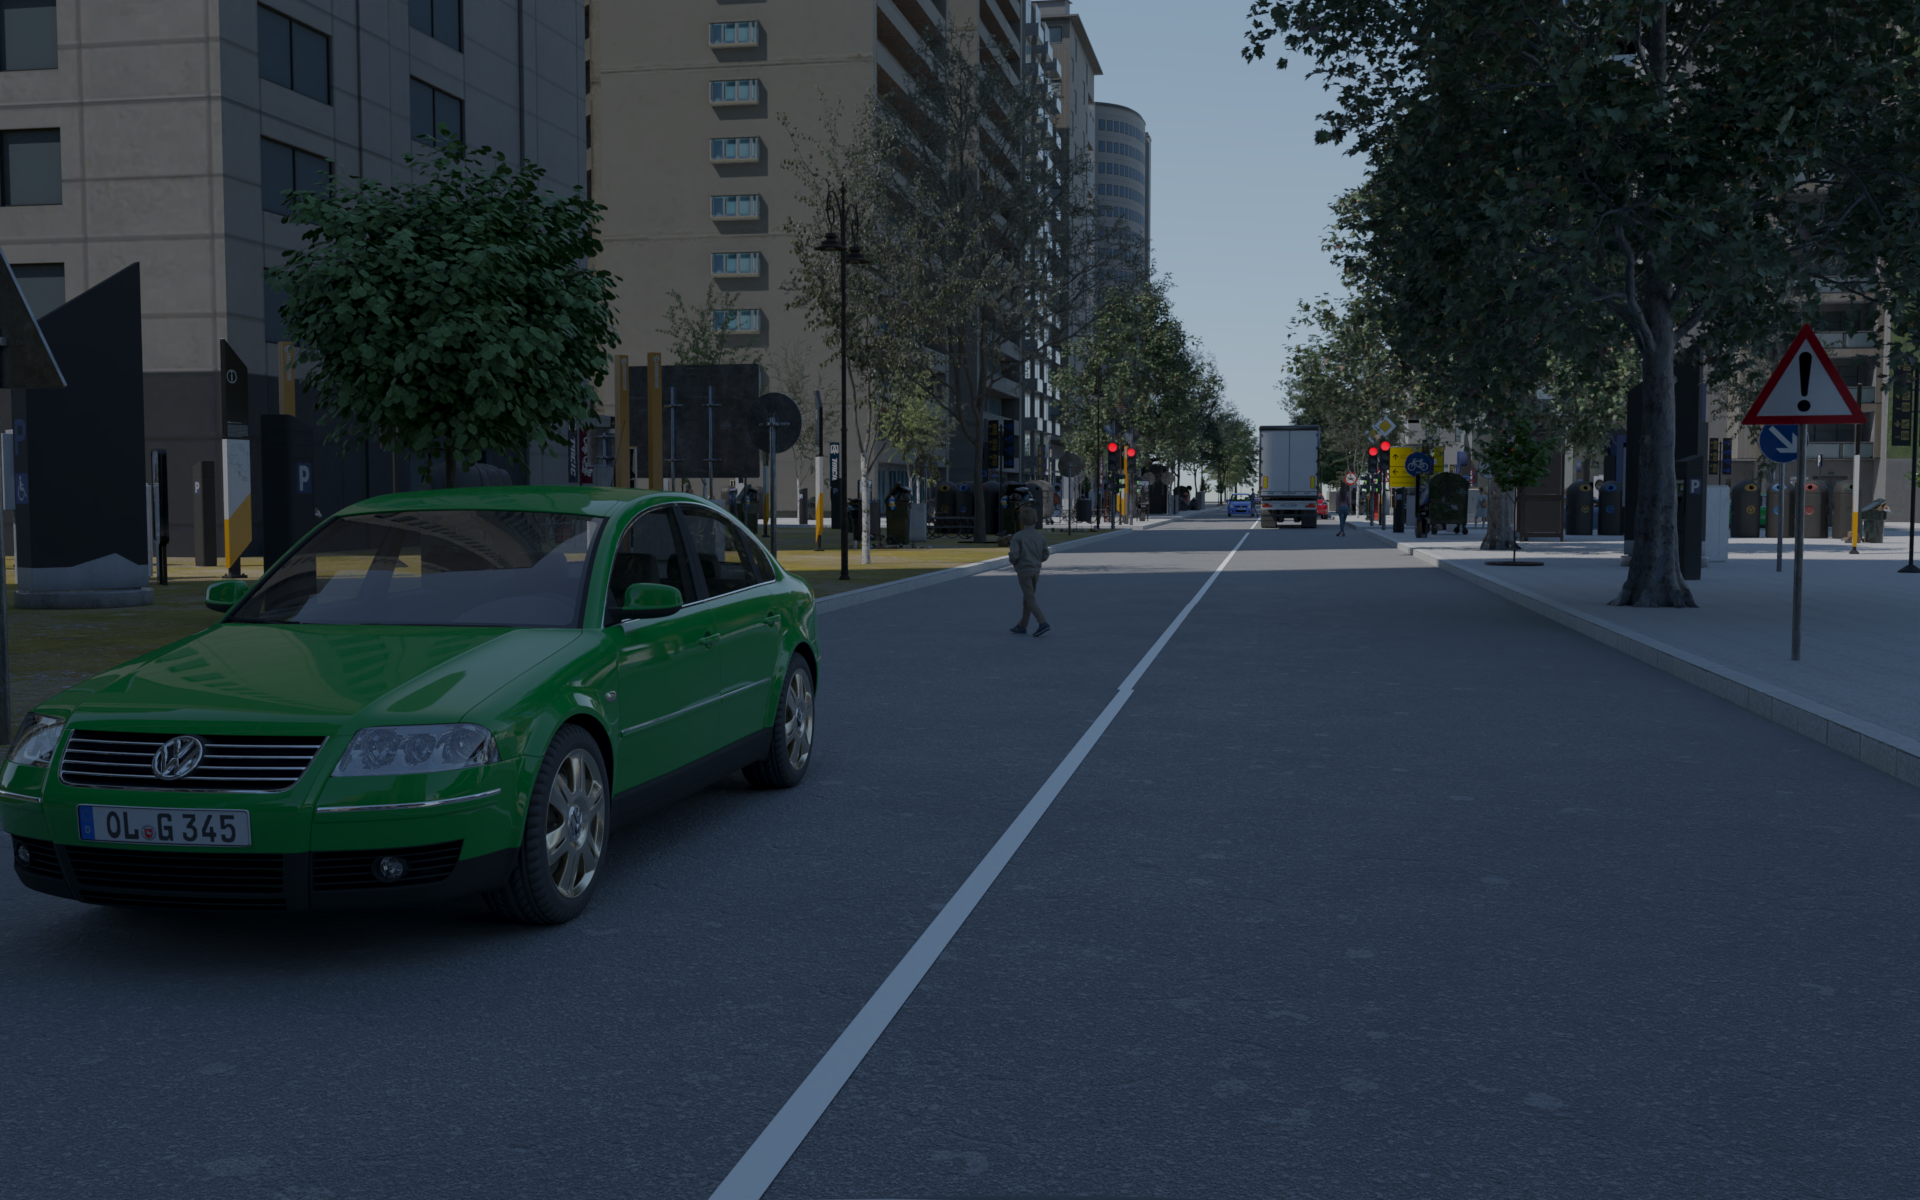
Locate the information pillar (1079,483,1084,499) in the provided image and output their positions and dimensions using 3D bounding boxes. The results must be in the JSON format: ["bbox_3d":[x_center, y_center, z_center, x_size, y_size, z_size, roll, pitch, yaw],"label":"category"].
[{"bbox_3d":[7.890,-6.602,112.430,0.304,2.012,0.304,-1,4,-15],"label":"information pillar"}]

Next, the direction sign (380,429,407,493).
[{"bbox_3d":[-9.884,-2.343,30.297,0.379,3.537,0.876,1,4,13],"label":"direction sign"}]

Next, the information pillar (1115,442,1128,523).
[{"bbox_3d":[7.264,-5.254,77.262,0.504,3.616,0.183,1,4,19],"label":"information pillar"}]

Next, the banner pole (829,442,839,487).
[{"bbox_3d":[-5.178,-5.109,73.545,0.863,3.779,0.401,2,4,24],"label":"banner pole"}]

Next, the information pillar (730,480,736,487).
[{"bbox_3d":[-11.706,-5.222,89.867,0.304,2.012,0.304,-3,5,-39],"label":"information pillar"}]

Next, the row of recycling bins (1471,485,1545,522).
[{"bbox_3d":[24.988,-4.467,80.147,3.534,1.692,1.069,0,4,0],"label":"row of recycling bins"}]

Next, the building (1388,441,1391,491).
[{"bbox_3d":[82.287,-40.406,284.333,21.300,48.544,21.600,1,4,10],"label":"building"}]

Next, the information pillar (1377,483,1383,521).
[{"bbox_3d":[19.786,-5.499,81.264,0.183,3.616,0.504,0,4,-7],"label":"information pillar"}]

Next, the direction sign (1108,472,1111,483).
[{"bbox_3d":[10.784,-7.996,122.729,0.379,3.537,0.876,-2,4,-34],"label":"direction sign"}]

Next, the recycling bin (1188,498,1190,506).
[{"bbox_3d":[18.561,-7.983,143.081,0.722,1.027,0.722,-1,4,-23],"label":"recycling bin"}]

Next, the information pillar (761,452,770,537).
[{"bbox_3d":[-5.753,-3.666,51.295,0.183,3.616,0.504,-1,4,-18],"label":"information pillar"}]

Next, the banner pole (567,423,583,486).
[{"bbox_3d":[-10.417,-3.488,47.050,0.401,3.779,0.863,1,4,22],"label":"banner pole"}]

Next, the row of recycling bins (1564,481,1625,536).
[{"bbox_3d":[20.616,-2.847,53.667,3.534,1.692,1.069,2,4,26],"label":"row of recycling bins"}]

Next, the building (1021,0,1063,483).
[{"bbox_3d":[-2.518,-33.305,164.153,23.786,49.044,30.456,1,4,10],"label":"building"}]

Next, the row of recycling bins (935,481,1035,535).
[{"bbox_3d":[0.619,-2.960,55.501,3.534,1.692,1.069,3,5,41],"label":"row of recycling bins"}]

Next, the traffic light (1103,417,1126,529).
[{"bbox_3d":[5.622,-4.551,63.328,0.839,4.253,0.868,1,4,10],"label":"traffic light"}]

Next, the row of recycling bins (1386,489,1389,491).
[{"bbox_3d":[29.196,-6.886,119.694,1.069,1.692,3.534,1,4,15],"label":"row of recycling bins"}]

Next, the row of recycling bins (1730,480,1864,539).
[{"bbox_3d":[24.288,-2.643,50.333,3.534,1.692,1.069,2,4,34],"label":"row of recycling bins"}]

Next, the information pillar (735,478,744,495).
[{"bbox_3d":[-9.644,-5.200,76.366,0.504,3.616,0.183,0,4,3],"label":"information pillar"}]

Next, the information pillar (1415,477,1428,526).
[{"bbox_3d":[15.155,-3.204,56.872,0.304,2.012,0.304,-2,4,-34],"label":"information pillar"}]

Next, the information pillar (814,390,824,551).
[{"bbox_3d":[-3.148,-2.898,38.736,0.183,3.616,0.504,-1,4,-15],"label":"information pillar"}]

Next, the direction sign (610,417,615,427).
[{"bbox_3d":[-9.803,-3.601,50.872,0.876,3.537,0.379,-1,4,-21],"label":"direction sign"}]

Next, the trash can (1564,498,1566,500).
[{"bbox_3d":[38.094,-6.051,110.592,0.748,1.137,0.748,0,3,0],"label":"trash can"}]

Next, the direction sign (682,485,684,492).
[{"bbox_3d":[-10.311,-4.425,64.350,0.876,3.537,0.379,-2,4,-32],"label":"direction sign"}]

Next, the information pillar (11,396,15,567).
[{"bbox_3d":[-16.589,-2.391,30.439,0.183,3.616,0.504,-2,4,-28],"label":"information pillar"}]

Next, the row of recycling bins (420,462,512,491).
[{"bbox_3d":[-6.496,-0.976,23.068,1.069,1.692,3.534,-1,4,-9],"label":"row of recycling bins"}]

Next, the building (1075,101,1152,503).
[{"bbox_3d":[16.870,-43.856,259.042,21.231,58.520,28.212,1,4,10],"label":"building"}]

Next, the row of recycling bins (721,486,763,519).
[{"bbox_3d":[-10.948,-4.902,87.257,1.069,1.692,3.534,2,4,25],"label":"row of recycling bins"}]

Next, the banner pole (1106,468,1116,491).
[{"bbox_3d":[12.348,-9.443,144.408,0.401,3.779,0.863,3,5,42],"label":"banner pole"}]

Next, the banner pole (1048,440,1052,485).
[{"bbox_3d":[4.178,-5.532,80.472,0.401,3.779,0.863,-1,4,-9],"label":"banner pole"}]

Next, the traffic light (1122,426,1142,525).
[{"bbox_3d":[7.068,-5.031,71.181,0.839,4.253,0.868,1,4,10],"label":"traffic light"}]

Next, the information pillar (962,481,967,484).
[{"bbox_3d":[0.266,-5.862,100.330,0.304,2.012,0.304,0,4,1],"label":"information pillar"}]

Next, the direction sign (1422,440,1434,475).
[{"bbox_3d":[19.418,-4.888,71.922,0.379,3.537,0.876,-1,4,-17],"label":"direction sign"}]

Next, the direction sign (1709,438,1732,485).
[{"bbox_3d":[30.613,-4.758,69.794,0.876,3.537,0.379,0,4,3],"label":"direction sign"}]

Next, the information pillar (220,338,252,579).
[{"bbox_3d":[-11.025,-2.141,26.364,0.183,3.616,0.504,1,4,20],"label":"information pillar"}]

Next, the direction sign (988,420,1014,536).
[{"bbox_3d":[1.254,-3.725,52.904,0.876,3.537,0.379,2,4,27],"label":"direction sign"}]

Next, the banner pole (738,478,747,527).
[{"bbox_3d":[-6.103,-3.587,48.664,0.401,3.779,0.863,-2,4,-25],"label":"banner pole"}]

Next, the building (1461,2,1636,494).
[{"bbox_3d":[59.869,-51.779,159.259,22.319,86.520,31.000,1,4,10],"label":"building"}]

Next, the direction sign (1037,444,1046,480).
[{"bbox_3d":[3.714,-5.320,78.981,0.379,3.537,0.876,2,4,26],"label":"direction sign"}]

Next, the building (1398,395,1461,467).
[{"bbox_3d":[80.467,-41.002,259.627,28.713,52.752,27.495,1,4,10],"label":"building"}]

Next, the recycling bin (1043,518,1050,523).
[{"bbox_3d":[3.630,-3.993,77.847,0.722,1.027,0.722,-3,5,-44],"label":"recycling bin"}]

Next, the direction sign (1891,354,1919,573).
[{"bbox_3d":[15.525,-2.213,28.177,0.876,3.537,0.379,-1,4,-13],"label":"direction sign"}]

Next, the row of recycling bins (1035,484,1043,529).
[{"bbox_3d":[1.275,-3.452,63.549,3.534,1.692,1.069,0,4,-8],"label":"row of recycling bins"}]

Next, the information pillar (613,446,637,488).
[{"bbox_3d":[-5.184,-1.367,26.844,0.304,2.012,0.304,-2,4,-29],"label":"information pillar"}]

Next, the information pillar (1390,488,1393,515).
[{"bbox_3d":[25.938,-6.070,103.740,0.304,2.012,0.304,0,4,-1],"label":"information pillar"}]

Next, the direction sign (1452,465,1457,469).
[{"bbox_3d":[38.028,-8.640,133.268,0.876,3.537,0.379,1,4,12],"label":"direction sign"}]

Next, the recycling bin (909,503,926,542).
[{"bbox_3d":[-1.291,-2.094,46.784,0.722,1.027,0.722,0,4,-5],"label":"recycling bin"}]

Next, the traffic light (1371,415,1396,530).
[{"bbox_3d":[15.078,-4.446,61.610,0.839,4.253,0.868,1,4,10],"label":"traffic light"}]

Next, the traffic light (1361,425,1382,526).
[{"bbox_3d":[16.524,-4.926,69.463,0.839,4.253,0.868,1,4,10],"label":"traffic light"}]

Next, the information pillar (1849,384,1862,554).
[{"bbox_3d":[19.161,-2.793,37.016,0.183,3.616,0.504,2,4,24],"label":"information pillar"}]
